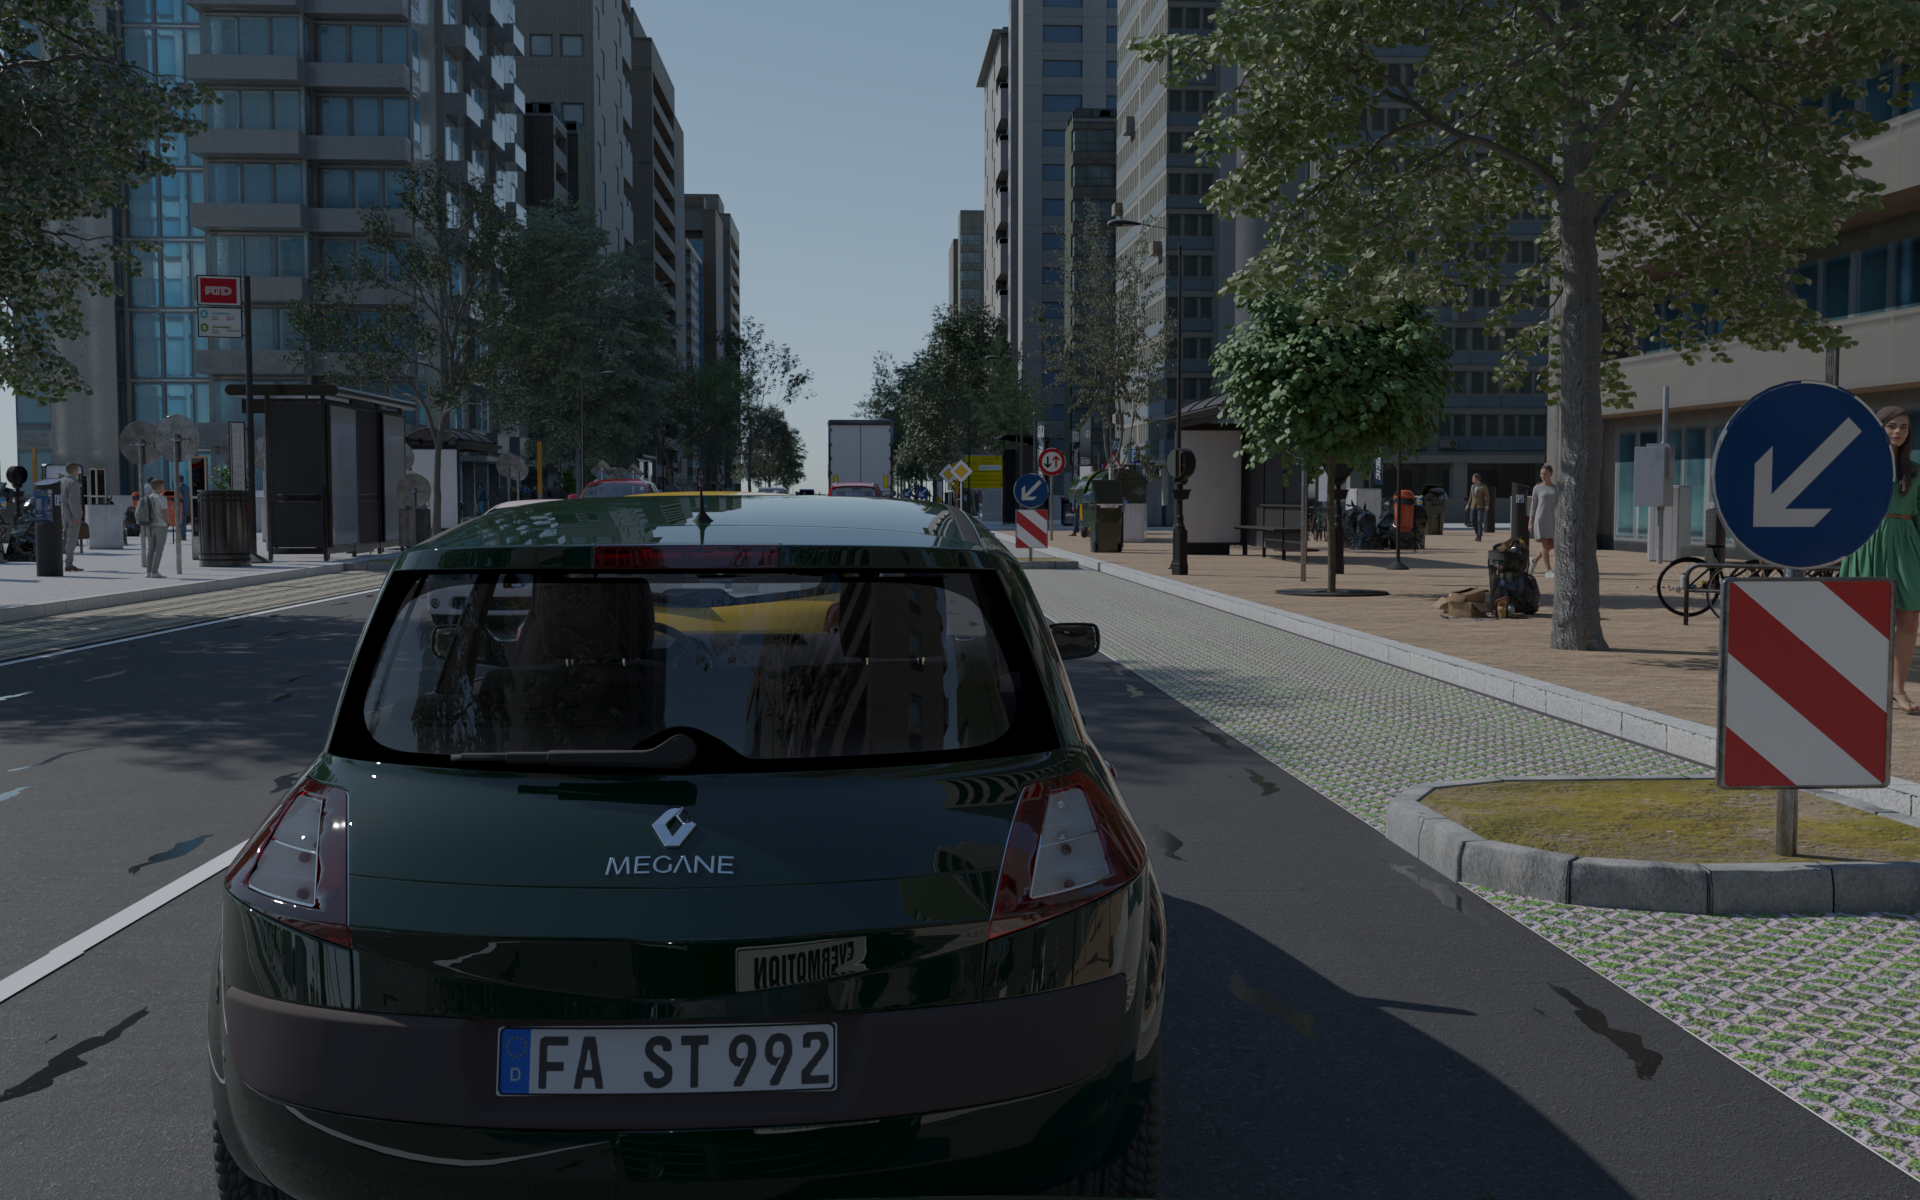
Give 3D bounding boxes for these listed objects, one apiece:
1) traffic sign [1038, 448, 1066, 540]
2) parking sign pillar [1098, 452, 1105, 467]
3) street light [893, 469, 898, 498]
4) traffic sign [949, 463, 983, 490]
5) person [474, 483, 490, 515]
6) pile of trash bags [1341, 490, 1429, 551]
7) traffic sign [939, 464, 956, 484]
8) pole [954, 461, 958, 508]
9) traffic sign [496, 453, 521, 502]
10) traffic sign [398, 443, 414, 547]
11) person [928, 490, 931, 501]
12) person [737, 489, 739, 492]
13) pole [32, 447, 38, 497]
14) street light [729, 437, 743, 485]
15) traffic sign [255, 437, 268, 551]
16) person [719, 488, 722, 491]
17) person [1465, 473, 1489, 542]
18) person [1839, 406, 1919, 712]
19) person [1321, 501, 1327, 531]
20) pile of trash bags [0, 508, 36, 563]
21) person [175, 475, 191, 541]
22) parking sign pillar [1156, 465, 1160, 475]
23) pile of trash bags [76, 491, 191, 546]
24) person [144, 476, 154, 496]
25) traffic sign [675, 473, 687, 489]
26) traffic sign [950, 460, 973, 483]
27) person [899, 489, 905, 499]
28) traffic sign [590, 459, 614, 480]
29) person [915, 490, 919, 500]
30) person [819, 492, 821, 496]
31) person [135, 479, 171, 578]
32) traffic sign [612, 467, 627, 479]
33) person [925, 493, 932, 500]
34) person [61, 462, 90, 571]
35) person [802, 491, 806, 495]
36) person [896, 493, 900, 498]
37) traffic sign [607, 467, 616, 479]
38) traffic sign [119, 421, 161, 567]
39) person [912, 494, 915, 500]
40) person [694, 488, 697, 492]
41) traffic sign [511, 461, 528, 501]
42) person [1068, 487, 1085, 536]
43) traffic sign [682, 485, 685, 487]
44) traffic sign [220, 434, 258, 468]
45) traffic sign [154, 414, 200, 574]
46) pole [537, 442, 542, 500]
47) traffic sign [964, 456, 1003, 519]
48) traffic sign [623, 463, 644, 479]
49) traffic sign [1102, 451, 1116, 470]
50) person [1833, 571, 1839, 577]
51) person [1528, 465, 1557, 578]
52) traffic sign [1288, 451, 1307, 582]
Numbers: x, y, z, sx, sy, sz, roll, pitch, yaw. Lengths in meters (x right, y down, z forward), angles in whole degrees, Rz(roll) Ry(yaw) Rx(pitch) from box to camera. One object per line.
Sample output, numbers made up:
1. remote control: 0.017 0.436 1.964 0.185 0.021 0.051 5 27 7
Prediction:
1. traffic sign: 2.534 -2.919 47.826 0.768 2.556 0.104 0 4 2
2. parking sign pillar: 9.584 -7.579 112.382 1.447 3.967 1.447 -2 4 -34
3. street light: -7.787 -15.000 217.798 1.470 5.913 1.316 0 4 -3
4. traffic sign: 0.389 -7.250 112.402 2.265 3.308 0.079 0 4 5
5. person: -24.130 -4.971 87.309 0.794 1.824 0.713 -3 5 -40
6. pile of trash bags: 9.921 -1.859 40.150 1.912 1.369 3.447 0 4 -1
7. traffic sign: -0.407 -3.921 66.297 0.795 2.593 0.064 0 4 -3
8. pole: -0.188 -6.990 108.124 0.158 3.312 0.155 0 3 0
9. traffic sign: -13.890 -3.252 53.283 0.768 2.556 0.104 0 4 2
10. traffic sign: -13.614 -2.564 42.034 0.768 2.556 0.104 0 4 5
11. person: -4.126 -14.159 237.687 0.705 1.807 1.348 -1 4 -23
12. person: -20.534 -9.412 160.872 0.756 1.711 0.436 0 4 2
13. pole: -40.472 -5.013 75.805 0.158 3.312 0.155 0 3 0
14. street light: -18.320 -10.365 142.012 1.470 5.913 1.316 0 4 -3
15. traffic sign: -15.548 -2.369 38.842 0.768 2.556 0.104 0 4 5
16. person: -22.015 -9.345 158.963 0.705 1.807 1.348 0 4 4
17. person: 14.048 -2.512 47.032 0.656 1.842 0.836 2 4 24
18. person: 5.459 -0.240 10.214 0.600 1.795 0.529 0 4 -5
19. person: 13.512 -3.360 63.923 0.515 1.767 0.782 2 4 30
20. pile of trash bags: -18.636 -1.359 31.980 1.912 1.369 3.447 1 4 20
21. person: -21.416 -2.535 47.678 0.419 1.800 0.721 0 4 -8
22. parking sign pillar: 14.544 -8.281 123.864 1.447 3.967 1.447 -2 4 -34
23. pile of trash bags: -21.472 -2.083 43.810 3.447 1.369 1.912 -1 4 -19
24. person: -25.660 -2.981 54.633 0.661 1.843 0.795 2 4 30
25. traffic sign: -16.627 -6.304 103.168 0.768 2.556 0.104 0 4 2
26. traffic sign: 0.062 -3.433 58.325 0.795 2.593 0.064 0 4 -3
27. person: -3.823 -6.747 119.409 0.593 1.750 0.643 -2 4 -29
28. traffic sign: -11.913 -3.392 57.644 0.795 2.593 0.064 0 4 -3
29. person: -3.824 -9.146 157.055 0.593 1.643 0.415 0 4 -2
30. person: -21.989 -16.043 270.878 1.350 1.814 0.705 -2 4 -30
31. person: -12.315 -1.090 26.463 0.503 1.515 0.523 -1 4 -16
32. traffic sign: -16.085 -5.011 82.038 0.768 2.556 0.104 0 4 -1
33. person: -3.734 -11.412 192.267 1.348 1.869 0.705 0 4 5
34. person: -14.795 -1.386 28.819 0.709 1.813 0.853 2 4 33
35. person: -13.887 -8.931 155.329 0.445 1.727 0.742 -3 4 -37
36. person: -9.046 -14.949 253.697 0.421 1.427 0.697 2 4 31
37. traffic sign: -16.470 -5.040 82.513 0.768 2.556 0.104 0 4 6
38. traffic sign: -14.283 -1.843 30.242 0.768 2.556 0.104 0 4 -2
39. person: -5.129 -11.149 191.564 0.421 1.427 0.697 3 5 40
40. person: -20.359 -7.757 133.267 0.661 1.777 0.834 2 4 31
41. traffic sign: -16.858 -4.037 66.107 0.768 2.556 0.104 0 4 2
42. person: 3.697 -2.851 52.835 0.721 1.800 0.419 1 4 17
43. traffic sign: -19.978 -7.577 123.983 0.768 2.556 0.104 0 4 -2
44. traffic sign: -14.936 -2.188 35.887 0.768 2.556 0.104 0 4 -3
45. traffic sign: -12.514 -1.687 27.684 0.768 2.556 0.104 0 4 4
46. pole: -16.310 -4.489 67.241 0.158 3.312 0.155 0 3 0
47. traffic sign: 1.316 -5.876 89.942 2.265 3.308 0.079 0 4 5
48. traffic sign: -12.382 -3.879 65.615 0.795 2.593 0.064 0 4 -3
49. traffic sign: 4.602 -3.192 52.199 0.884 2.594 0.081 0 4 2
50. person: 10.257 -0.593 20.009 0.640 1.303 0.475 0 4 -1
51. person: 8.970 -1.212 26.614 0.466 1.731 0.760 -2 4 -24
52. traffic sign: 5.035 -1.542 25.324 0.768 2.556 0.104 0 4 -2
